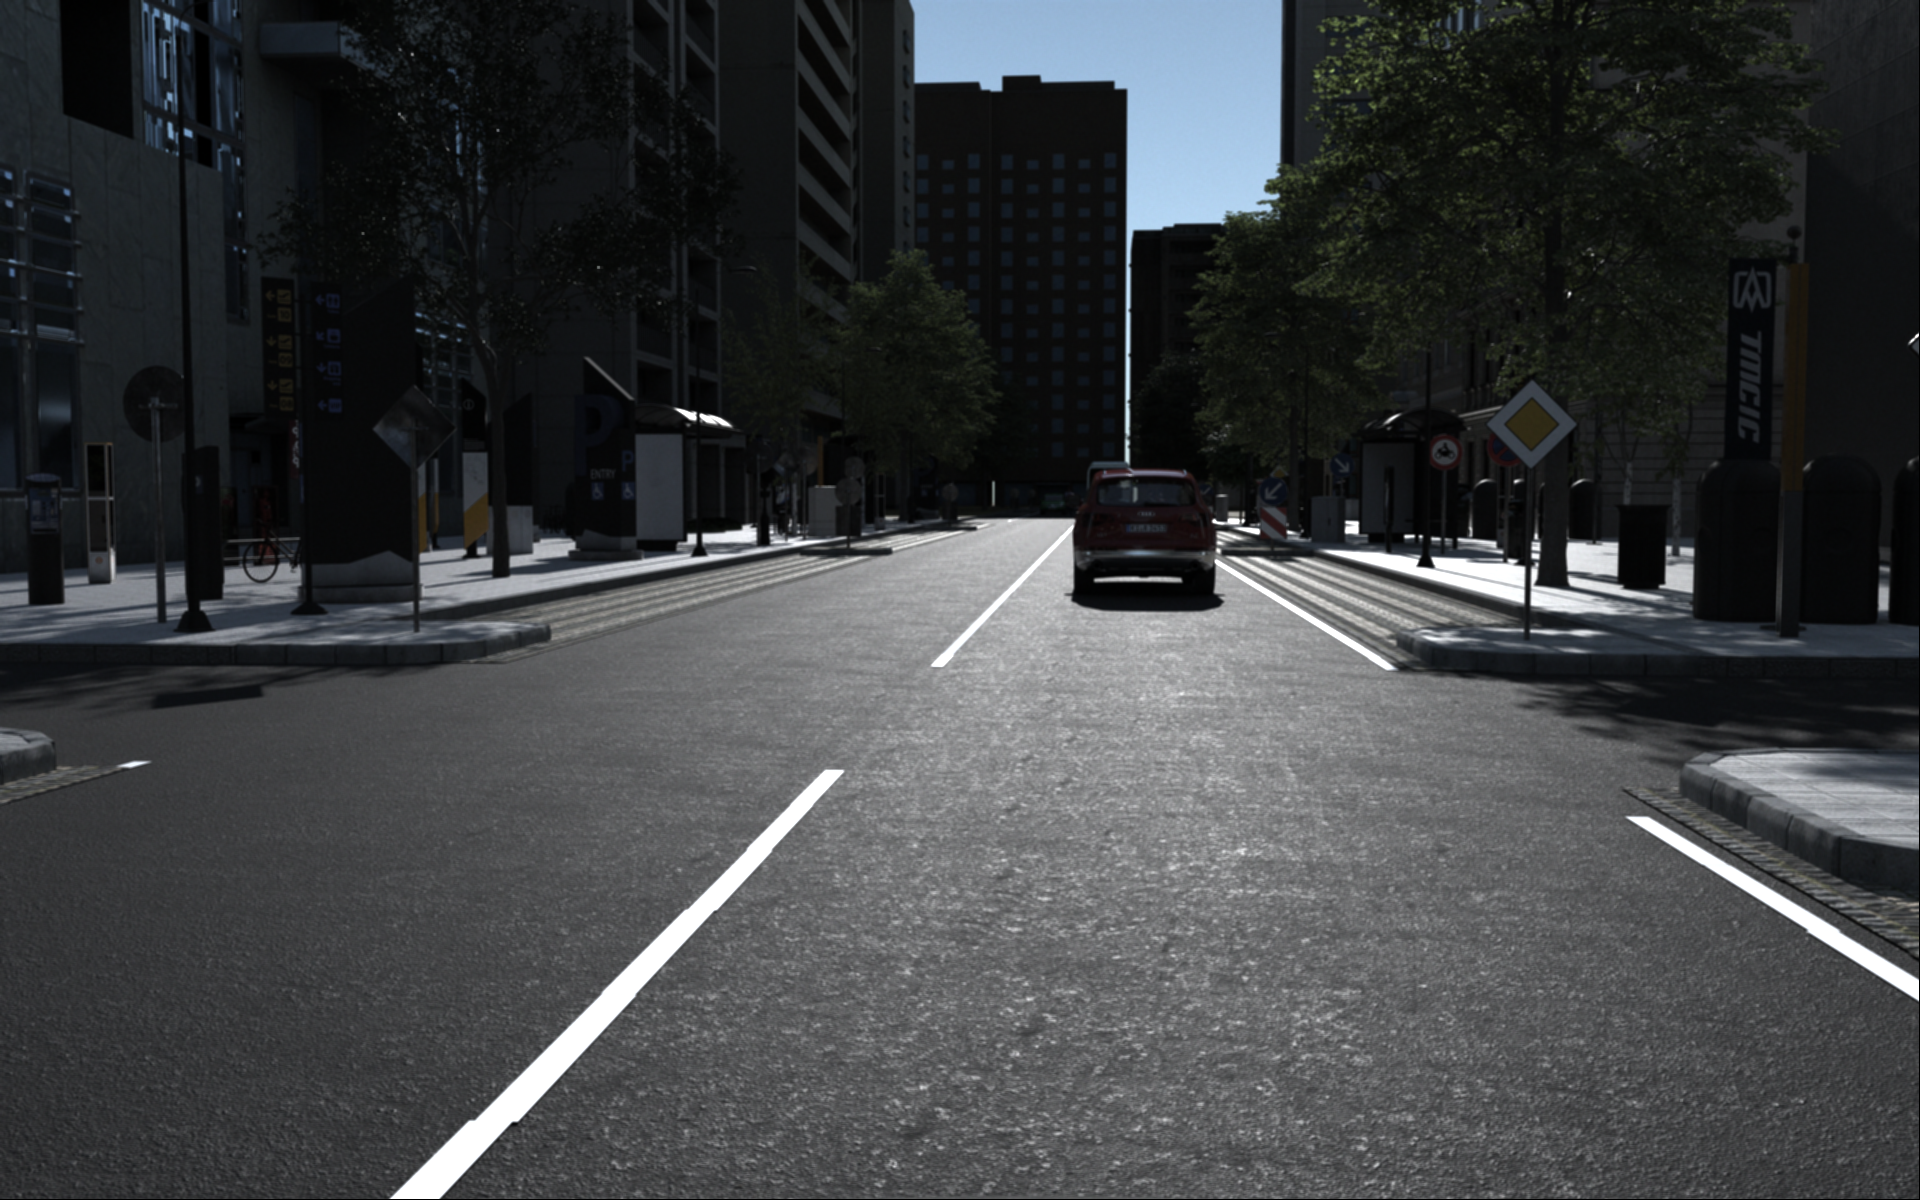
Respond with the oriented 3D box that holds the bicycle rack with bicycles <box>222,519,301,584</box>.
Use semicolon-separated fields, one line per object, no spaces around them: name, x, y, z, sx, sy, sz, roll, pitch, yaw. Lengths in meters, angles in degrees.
bicycle rack with bicycles;-9.216;-0.730;25.313;2.852;0.926;2.925;1;4;20

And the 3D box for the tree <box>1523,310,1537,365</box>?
tree;15.324;-5.475;39.872;4.737;8.622;4.395;0;3;0

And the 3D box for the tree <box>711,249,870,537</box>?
tree;-5.156;-6.174;51.314;4.737;8.622;4.395;0;3;0

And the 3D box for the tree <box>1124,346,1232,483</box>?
tree;19.036;-14.892;150.146;9.857;13.997;8.962;0;3;0

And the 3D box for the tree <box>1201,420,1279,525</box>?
tree;11.812;-5.473;73.193;4.285;4.588;4.351;0;3;0

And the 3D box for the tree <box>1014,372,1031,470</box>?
tree;1.834;-13.191;133.800;7.486;12.596;7.792;0;3;0

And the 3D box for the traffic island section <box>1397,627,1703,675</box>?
traffic island section;4.997;0.432;15.216;2.009;0.180;2.903;0;4;5

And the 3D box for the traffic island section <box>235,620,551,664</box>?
traffic island section;-5.058;0.380;16.061;2.009;0.180;2.903;0;4;5

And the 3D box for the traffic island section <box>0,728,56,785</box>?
traffic island section;-5.725;0.867;8.104;2.009;0.180;2.903;0;4;5

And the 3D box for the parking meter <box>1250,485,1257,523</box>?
parking meter;12.878;-4.329;76.487;0.399;1.863;0.255;0;4;1

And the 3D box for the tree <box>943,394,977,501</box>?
tree;-0.668;-9.512;105.879;4.737;8.622;4.395;0;3;0

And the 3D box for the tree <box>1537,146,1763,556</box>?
tree;14.530;-5.207;35.499;4.737;8.622;4.395;0;3;0

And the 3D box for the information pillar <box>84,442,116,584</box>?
information pillar;-12.312;-1.242;24.806;0.304;2.012;0.304;-1;4;-12

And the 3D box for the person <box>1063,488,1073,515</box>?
person;7.306;-6.639;116.921;0.709;1.838;0.599;1;4;9

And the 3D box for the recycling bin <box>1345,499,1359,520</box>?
recycling bin;19.261;-4.430;84.977;0.722;1.027;0.722;-1;4;-20

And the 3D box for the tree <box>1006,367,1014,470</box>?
tree;-1.288;-10.805;94.796;7.486;12.596;7.792;0;3;0

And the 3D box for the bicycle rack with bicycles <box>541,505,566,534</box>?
bicycle rack with bicycles;-13.871;-2.669;57.024;2.852;0.926;2.925;0;4;6

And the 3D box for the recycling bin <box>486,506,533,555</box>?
recycling bin;-9.644;-1.500;37.073;0.722;1.027;0.722;2;4;32

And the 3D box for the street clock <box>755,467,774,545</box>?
street clock;-4.921;-2.388;43.616;0.358;2.002;0.471;3;4;38

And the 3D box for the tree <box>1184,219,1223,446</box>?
tree;11.392;-8.630;59.223;7.486;12.596;7.792;0;3;0

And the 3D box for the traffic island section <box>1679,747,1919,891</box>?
traffic island section;4.331;0.919;7.259;2.009;0.180;2.903;0;4;5

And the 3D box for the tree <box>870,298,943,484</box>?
tree;-3.363;-6.963;64.205;4.737;8.622;4.395;0;3;0

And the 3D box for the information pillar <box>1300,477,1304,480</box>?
information pillar;14.356;-4.185;72.914;0.304;2.012;0.304;0;4;0

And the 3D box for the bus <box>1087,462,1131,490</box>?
bus;9.194;-6.739;105.038;2.948;3.499;13.247;0;4;6

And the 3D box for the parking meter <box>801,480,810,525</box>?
parking meter;-6.410;-4.051;71.946;0.255;1.863;0.399;1;4;16

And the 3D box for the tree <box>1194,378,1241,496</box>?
tree;15.591;-9.310;102.576;4.360;8.622;3.978;0;3;0

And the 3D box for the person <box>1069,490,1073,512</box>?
person;8.533;-7.749;135.720;0.750;1.759;0.617;-2;4;-30

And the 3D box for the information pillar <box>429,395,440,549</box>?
information pillar;-12.361;-3.018;40.699;0.183;3.616;0.504;-2;4;-29

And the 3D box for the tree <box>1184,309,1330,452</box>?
tree;13.955;-8.971;81.094;7.601;10.594;8.767;1;4;13

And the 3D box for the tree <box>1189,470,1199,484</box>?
tree;17.939;-8.595;135.123;1.663;3.219;1.824;0;3;0

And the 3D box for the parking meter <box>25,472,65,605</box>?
parking meter;-10.658;-0.719;20.169;0.372;1.533;0.369;0;3;0

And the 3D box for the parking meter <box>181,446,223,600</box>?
parking meter;-9.211;-0.938;21.039;0.399;1.863;0.255;1;4;14

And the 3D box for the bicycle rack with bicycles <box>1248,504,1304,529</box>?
bicycle rack with bicycles;12.291;-3.082;63.768;2.852;0.926;2.925;-1;4;-20

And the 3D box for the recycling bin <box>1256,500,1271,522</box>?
recycling bin;13.696;-4.053;78.814;0.722;1.027;0.722;-1;4;-19

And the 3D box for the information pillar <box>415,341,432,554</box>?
information pillar;-7.318;-1.927;22.854;0.504;3.616;0.183;-3;4;-37

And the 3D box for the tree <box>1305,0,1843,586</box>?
tree;8.214;-6.495;24.327;7.486;12.596;7.792;0;3;0

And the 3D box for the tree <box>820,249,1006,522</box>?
tree;-2.628;-9.907;80.106;7.486;12.596;7.792;0;3;0

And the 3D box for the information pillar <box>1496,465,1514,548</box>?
information pillar;12.966;-2.243;41.167;0.304;2.012;0.304;3;4;37

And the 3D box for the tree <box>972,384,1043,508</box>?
tree;3.927;-14.485;162.579;9.928;11.665;9.643;0;3;0

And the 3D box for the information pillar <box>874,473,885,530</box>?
information pillar;-2.838;-3.469;61.217;0.304;2.012;0.304;-1;4;-22

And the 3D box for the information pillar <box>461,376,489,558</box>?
information pillar;-9.673;-2.639;34.506;0.504;3.616;0.183;0;4;1

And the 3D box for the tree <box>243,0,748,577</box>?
tree;-6.983;-5.649;26.779;8.767;10.594;7.601;1;4;14
